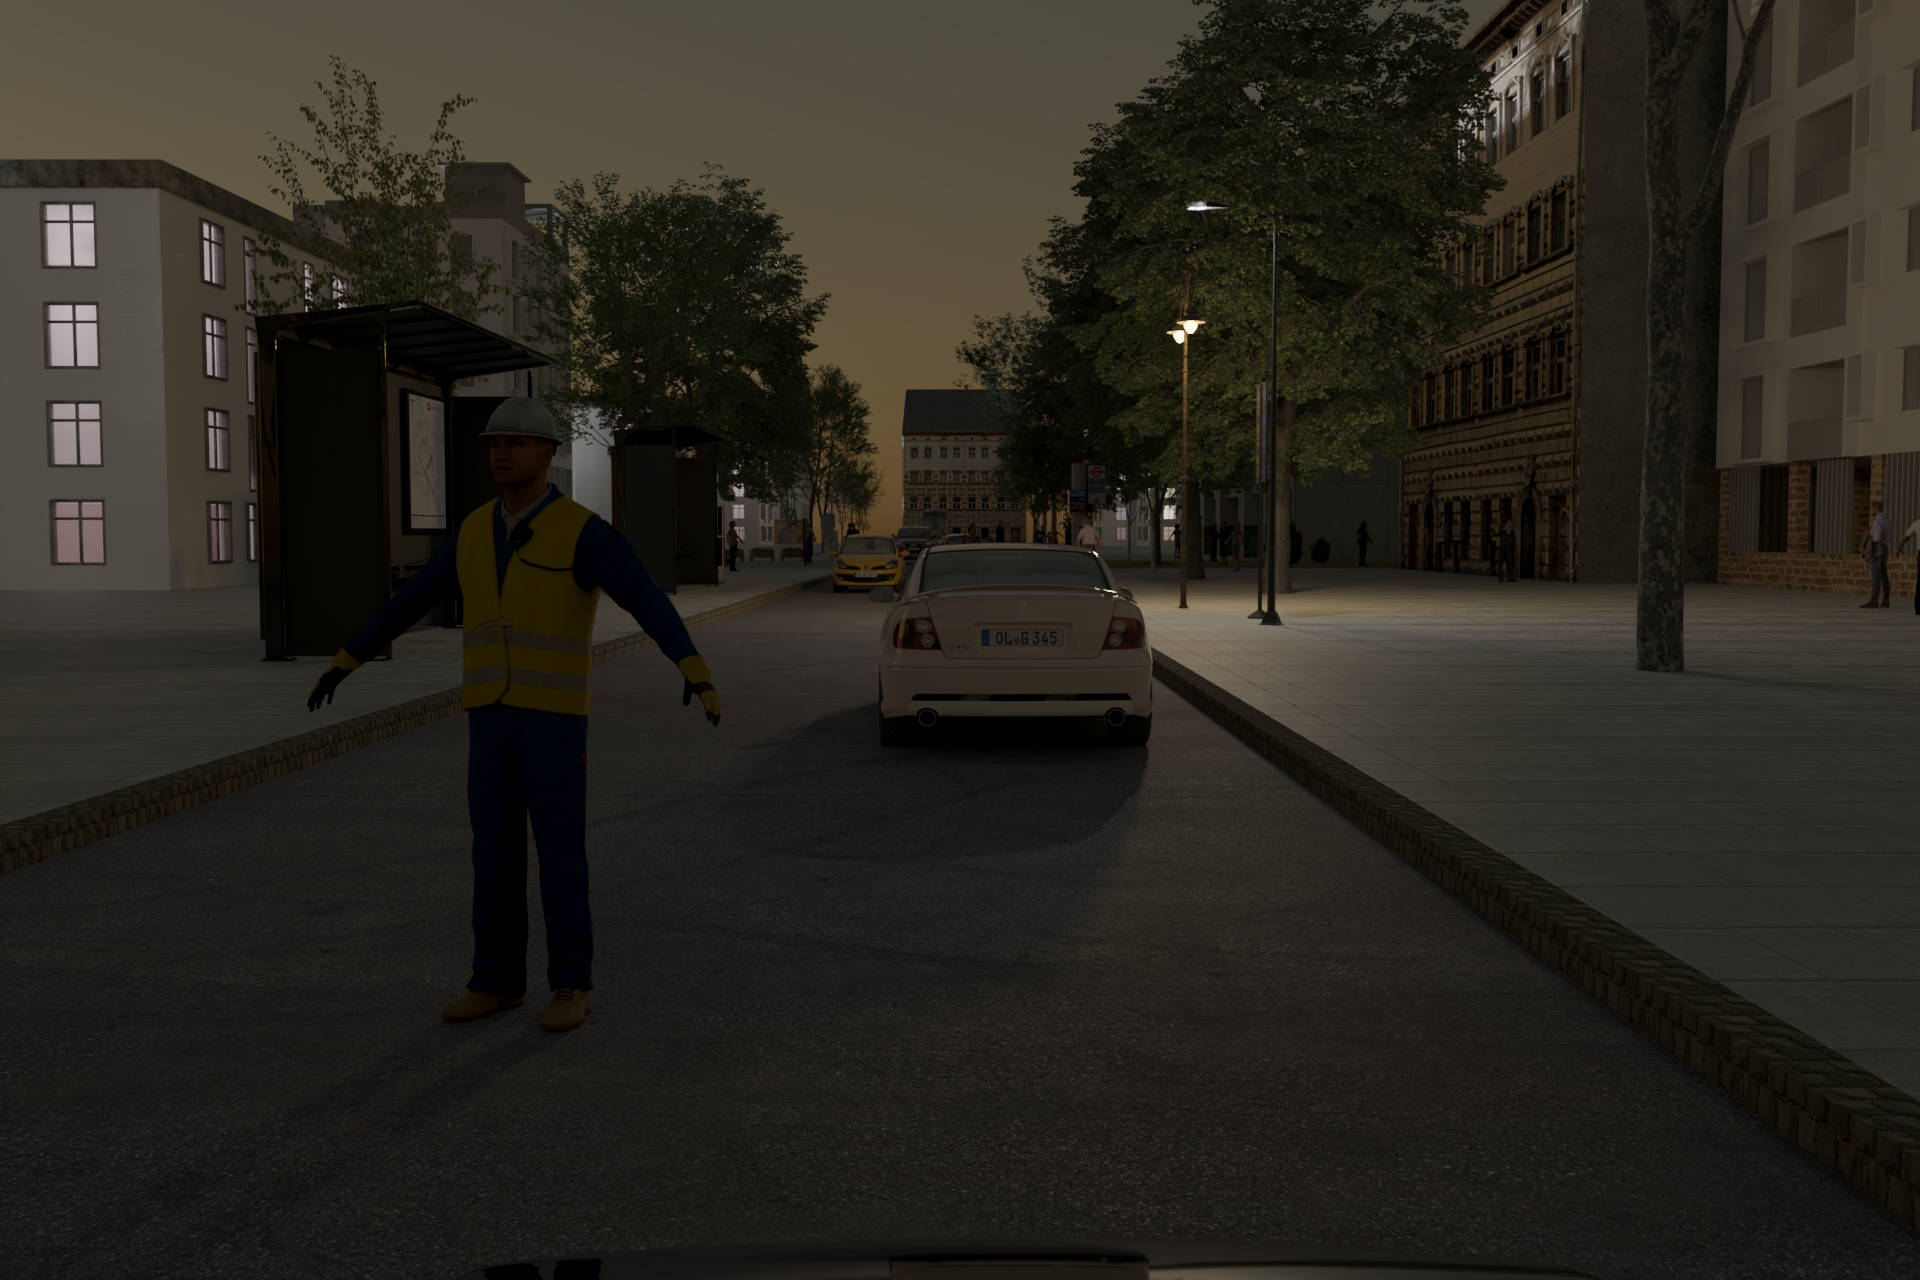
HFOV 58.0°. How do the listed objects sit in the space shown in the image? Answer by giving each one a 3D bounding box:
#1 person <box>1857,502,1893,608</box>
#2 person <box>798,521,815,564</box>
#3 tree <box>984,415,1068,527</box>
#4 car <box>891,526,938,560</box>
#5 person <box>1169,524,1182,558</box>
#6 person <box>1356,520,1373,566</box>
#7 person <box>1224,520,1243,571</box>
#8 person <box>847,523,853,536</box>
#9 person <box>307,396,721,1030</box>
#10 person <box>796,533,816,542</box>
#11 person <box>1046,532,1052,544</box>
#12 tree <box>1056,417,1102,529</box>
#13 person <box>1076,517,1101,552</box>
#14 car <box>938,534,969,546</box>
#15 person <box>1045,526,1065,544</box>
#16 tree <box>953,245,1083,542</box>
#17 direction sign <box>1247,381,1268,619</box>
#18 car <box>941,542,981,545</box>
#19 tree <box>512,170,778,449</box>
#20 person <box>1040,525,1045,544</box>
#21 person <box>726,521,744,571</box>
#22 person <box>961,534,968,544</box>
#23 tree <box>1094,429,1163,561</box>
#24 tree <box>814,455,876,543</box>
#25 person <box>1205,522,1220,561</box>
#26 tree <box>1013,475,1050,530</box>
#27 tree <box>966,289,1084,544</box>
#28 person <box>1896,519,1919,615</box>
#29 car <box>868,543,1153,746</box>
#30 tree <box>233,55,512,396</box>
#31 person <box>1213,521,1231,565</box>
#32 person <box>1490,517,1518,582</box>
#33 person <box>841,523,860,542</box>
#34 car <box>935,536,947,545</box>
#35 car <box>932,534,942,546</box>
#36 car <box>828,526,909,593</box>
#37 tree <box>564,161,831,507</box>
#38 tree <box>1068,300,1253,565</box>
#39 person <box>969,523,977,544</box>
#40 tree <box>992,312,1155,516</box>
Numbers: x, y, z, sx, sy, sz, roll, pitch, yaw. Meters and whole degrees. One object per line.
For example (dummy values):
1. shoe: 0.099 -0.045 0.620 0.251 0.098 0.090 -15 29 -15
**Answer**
1. person: 15.794 -1.474 30.018 0.709 1.838 0.599 -3 5 -39
2. person: -6.542 -4.194 74.422 0.705 1.847 1.347 2 4 27
3. tree: 7.435 -15.918 170.623 12.009 13.543 11.850 0 3 0
4. car: -2.177 -4.543 82.951 2.281 1.827 5.304 0 4 0
5. person: 11.507 -5.212 91.366 1.345 1.843 0.704 -2 4 -33
6. person: 16.006 -3.847 68.682 0.705 1.856 1.354 3 4 36
7. person: 9.443 -3.243 59.633 0.721 1.753 1.214 3 4 39
8. person: -5.157 -4.628 81.846 0.705 1.806 1.347 -1 4 -15
9. person: -1.291 0.203 5.102 1.349 1.833 0.705 1 4 18
10. person: -7.805 -5.036 88.466 1.347 1.817 0.704 3 4 39
11. person: 5.349 -5.705 102.550 0.599 1.433 0.991 -2 4 -32
12. tree: 7.066 -9.393 103.932 4.737 8.622 4.395 0 3 0
13. person: 3.164 -2.219 43.254 0.756 1.711 0.436 -2 4 -25
14. car: 0.038 -3.986 75.400 2.015 1.641 3.980 0 4 0
15. person: 5.109 -5.256 92.738 1.217 1.733 0.721 -1 4 -15
16. tree: 5.287 -15.930 116.347 12.611 20.169 13.585 0 3 0
17. direction sign: 4.555 -2.092 26.209 0.379 3.537 0.876 0 4 0
18. car: 0.060 -4.460 84.922 2.014 1.417 4.499 0 4 -1
19. tree: -8.874 -7.579 49.675 9.928 11.665 9.643 0 3 0
20. person: 4.271 -5.196 91.421 0.721 1.772 1.216 0 4 -7
21. person: -7.769 -3.246 59.830 0.721 1.744 1.215 1 4 18
22. person: 0.268 -3.698 72.186 0.599 1.433 0.991 -2 4 -29
23. tree: 7.875 -8.020 81.497 4.360 8.622 3.978 0 3 0
24. tree: -17.799 -21.375 259.855 12.009 13.543 11.850 0 3 0
25. person: 11.938 -4.623 81.351 1.354 1.858 0.705 -3 4 -39
26. tree: 7.428 -12.972 162.452 4.360 8.622 3.978 0 3 0
27. tree: 6.566 -17.131 135.987 12.611 20.169 13.585 0 3 0
28. person: 15.280 -1.314 27.275 0.704 1.855 1.343 -1 4 -22
29. car: 0.335 -0.046 13.109 2.083 1.381 4.827 0 4 -1
30. tree: -8.856 -4.686 26.980 4.737 8.622 4.395 0 3 0
31. person: 10.819 -3.977 71.155 0.704 1.812 1.346 -1 4 -19
32. person: 14.367 -2.381 45.775 0.742 1.727 0.445 -2 4 -28
33. person: -5.165 -4.741 83.745 1.346 1.802 0.704 2 4 35
34. car: -0.296 -4.826 91.271 2.083 1.381 4.827 0 4 -1
35. car: -2.018 -7.034 126.811 2.131 1.459 4.920 0 3 0
36. car: -2.270 -2.039 43.554 2.015 1.641 3.980 0 3 0
37. tree: -9.134 -9.456 61.262 9.857 13.997 8.962 0 3 0
38. tree: 8.497 -8.996 72.839 9.928 11.665 9.643 0 3 0
39. person: 0.453 -2.955 57.048 0.705 1.796 1.348 0 4 -3
40. tree: 6.492 -11.465 94.102 9.857 13.997 8.962 0 3 0
